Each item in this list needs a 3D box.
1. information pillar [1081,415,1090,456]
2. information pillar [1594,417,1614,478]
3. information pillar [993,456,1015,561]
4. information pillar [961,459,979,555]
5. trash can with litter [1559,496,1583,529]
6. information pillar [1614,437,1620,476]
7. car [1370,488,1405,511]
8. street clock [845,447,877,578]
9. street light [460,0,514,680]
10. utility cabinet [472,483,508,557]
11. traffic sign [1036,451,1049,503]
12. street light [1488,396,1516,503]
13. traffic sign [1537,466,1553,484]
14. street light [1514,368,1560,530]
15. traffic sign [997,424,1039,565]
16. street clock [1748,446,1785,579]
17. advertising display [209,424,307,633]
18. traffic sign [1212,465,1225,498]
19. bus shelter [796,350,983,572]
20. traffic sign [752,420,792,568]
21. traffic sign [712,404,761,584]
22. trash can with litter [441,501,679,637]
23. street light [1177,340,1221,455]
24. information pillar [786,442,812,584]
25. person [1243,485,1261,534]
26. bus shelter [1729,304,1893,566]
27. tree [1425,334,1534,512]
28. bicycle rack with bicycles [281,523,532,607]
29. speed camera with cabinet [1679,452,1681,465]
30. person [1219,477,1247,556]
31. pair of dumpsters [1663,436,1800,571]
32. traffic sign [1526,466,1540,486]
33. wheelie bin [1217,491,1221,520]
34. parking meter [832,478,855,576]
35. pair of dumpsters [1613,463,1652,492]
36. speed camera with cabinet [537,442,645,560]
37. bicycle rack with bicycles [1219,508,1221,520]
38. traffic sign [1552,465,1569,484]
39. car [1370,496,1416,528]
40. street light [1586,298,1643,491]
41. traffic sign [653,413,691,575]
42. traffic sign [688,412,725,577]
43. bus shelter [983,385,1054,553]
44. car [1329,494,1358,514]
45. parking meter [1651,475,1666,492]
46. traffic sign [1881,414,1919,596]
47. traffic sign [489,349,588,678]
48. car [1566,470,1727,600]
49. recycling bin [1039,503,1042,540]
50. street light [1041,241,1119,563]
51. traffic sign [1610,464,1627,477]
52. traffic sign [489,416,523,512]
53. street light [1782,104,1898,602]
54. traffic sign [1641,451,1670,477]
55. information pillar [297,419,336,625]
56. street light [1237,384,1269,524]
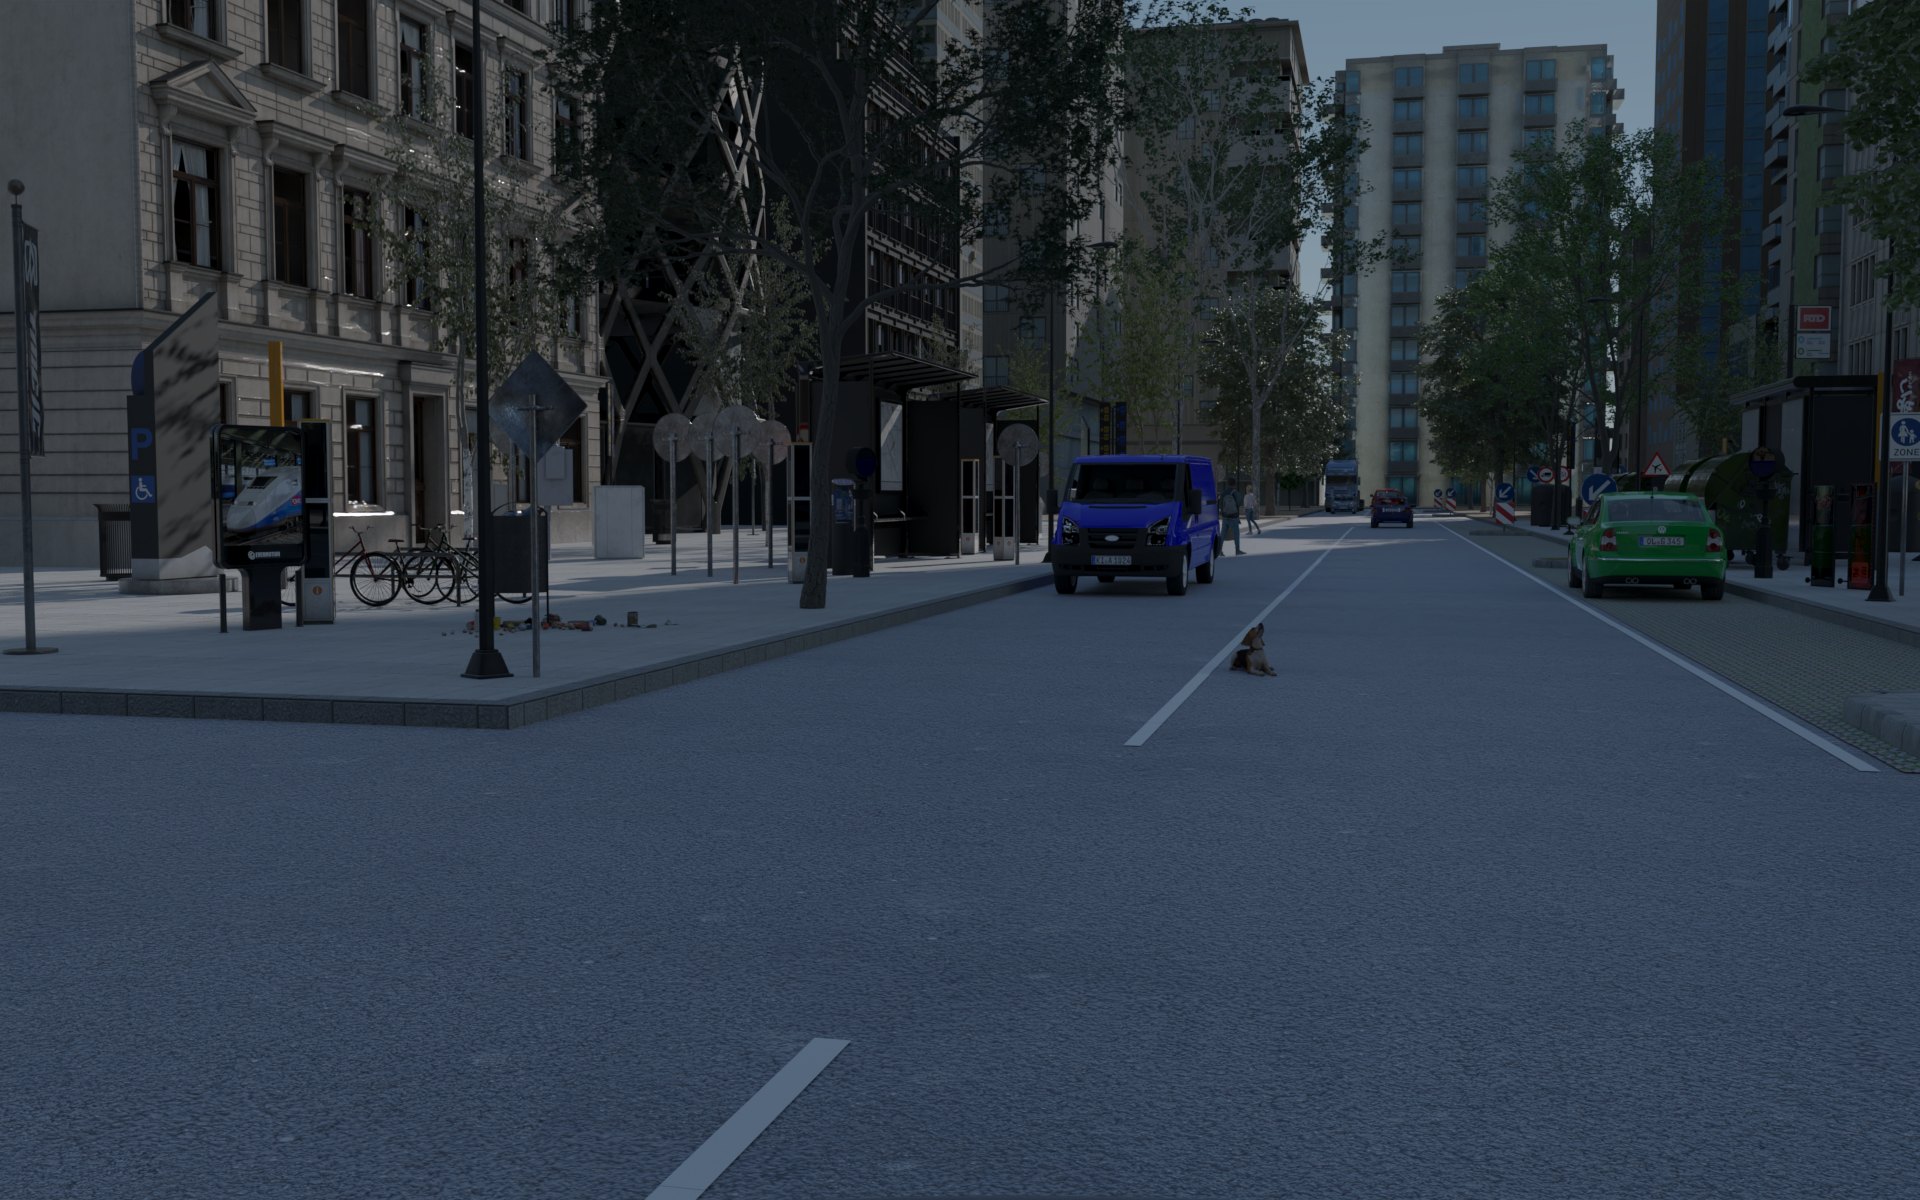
[{"bbox_3d":[3.709,-3.671,51.374,0.183,3.616,0.504,-1,4,-21],"label":"information pillar"},{"bbox_3d":[19.655,-3.777,53.104,0.504,3.616,0.183,-1,4,-10],"label":"information pillar"},{"bbox_3d":[0.846,-1.763,33.309,0.304,2.012,0.304,-3,5,-40],"label":"information pillar"},{"bbox_3d":[0.212,-1.964,36.605,0.304,2.012,0.304,1,4,18],"label":"information pillar"},{"bbox_3d":[22.949,-3.230,63.865,1.678,1.210,2.233,1,4,21],"label":"trash can with litter"},{"bbox_3d":[27.085,-4.907,71.582,0.183,3.616,0.504,0,4,-6],"label":"information pillar"},{"bbox_3d":[28.658,-6.577,116.212,2.281,1.827,5.304,1,4,14],"label":"car"},{"bbox_3d":[-1.520,-1.350,26.642,0.358,2.002,0.471,3,5,41],"label":"street clock"},{"bbox_3d":[-2.794,-2.403,11.837,1.470,5.913,1.316,1,4,14],"label":"street light"},{"bbox_3d":[-9.439,-1.593,34.723,0.318,1.500,1.173,-3,5,-39],"label":"utility cabinet"},{"bbox_3d":[2.335,-3.156,51.703,0.768,2.556,0.104,1,4,14],"label":"traffic sign"},{"bbox_3d":[25.615,-6.682,81.791,1.470,5.913,1.316,1,4,14],"label":"street light"},{"bbox_3d":[26.876,-4.854,79.472,0.768,2.556,0.104,1,4,20],"label":"traffic sign"},{"bbox_3d":[20.635,-5.442,61.511,1.470,5.913,1.316,1,4,14],"label":"street light"},{"bbox_3d":[1.040,-1.914,31.406,0.768,2.556,0.104,1,4,15],"label":"traffic sign"},{"bbox_3d":[12.255,-1.333,26.357,0.358,2.002,0.471,-2,4,-28],"label":"street clock"},{"bbox_3d":[-6.599,-0.680,16.333,0.123,1.923,0.974,2,4,29],"label":"advertising display"},{"bbox_3d":[11.107,-4.586,75.083,0.768,2.556,0.104,1,4,16],"label":"traffic sign"},{"bbox_3d":[-1.200,-2.465,31.584,1.731,3.624,6.357,1,4,14],"label":"bus shelter"},{"bbox_3d":[-3.273,-1.819,29.850,0.768,2.556,0.104,1,4,16],"label":"traffic sign"},{"bbox_3d":[-3.195,-1.501,24.641,0.768,2.556,0.104,1,4,20],"label":"traffic sign"},{"bbox_3d":[-3.780,-0.332,16.486,2.233,1.210,1.678,-1,4,-16],"label":"trash can with litter"},{"bbox_3d":[7.147,-4.883,52.386,1.470,5.913,1.316,1,4,14],"label":"street light"},{"bbox_3d":[-2.295,-1.242,24.794,0.304,2.012,0.304,-1,4,-19],"label":"information pillar"},{"bbox_3d":[10.416,-3.196,61.434,0.598,1.740,0.731,2,4,33],"label":"person"},{"bbox_3d":[16.808,-3.483,34.579,2.179,5.291,8.768,1,4,14],"label":"bus shelter"},{"bbox_3d":[37.407,-12.467,121.964,7.486,12.596,7.792,0,3,0],"label":"tree"},{"bbox_3d":[-6.279,-0.438,20.546,2.925,0.926,2.852,1,4,11],"label":"bicycle rack with bicycles"},{"bbox_3d":[32.894,-5.268,80.462,2.038,3.252,0.660,-1,4,-10],"label":"speed camera with cabinet"},{"bbox_3d":[6.154,-1.900,39.552,0.713,1.824,0.794,-2,4,-26],"label":"person"},{"bbox_3d":[13.789,-1.750,31.104,1.574,2.255,4.437,1,4,14],"label":"pair of dumpsters"},{"bbox_3d":[26.467,-4.873,79.775,0.768,2.556,0.104,1,4,15],"label":"traffic sign"},{"bbox_3d":[11.352,-4.299,78.198,0.693,1.594,0.980,-2,4,-27],"label":"wheelie bin"},{"bbox_3d":[-1.840,-1.161,27.388,0.372,1.533,0.369,0,3,0],"label":"parking meter"},{"bbox_3d":[21.725,-3.244,55.526,1.574,2.255,4.437,1,4,14],"label":"pair of dumpsters"},{"bbox_3d":[-7.262,-2.426,34.002,2.038,3.252,0.660,-1,4,-17],"label":"speed camera with cabinet"},{"bbox_3d":[11.820,-4.253,82.912,2.852,0.926,2.925,-1,4,-11],"label":"bicycle rack with bicycles"},{"bbox_3d":[26.630,-4.688,76.760,0.768,2.556,0.104,2,4,23],"label":"traffic sign"},{"bbox_3d":[18.473,-3.755,73.968,1.945,1.354,3.894,1,4,15],"label":"car"},{"bbox_3d":[15.497,-4.186,40.978,1.470,5.913,1.316,1,4,14],"label":"street light"},{"bbox_3d":[-4.525,-1.663,27.300,0.768,2.556,0.104,1,4,22],"label":"traffic sign"},{"bbox_3d":[-3.873,-1.630,26.763,0.768,2.556,0.104,1,4,18],"label":"traffic sign"},{"bbox_3d":[0.787,-3.020,40.664,1.731,3.624,6.357,1,4,14],"label":"bus shelter"},{"bbox_3d":[27.699,-6.912,125.008,2.014,1.417,4.499,1,4,14],"label":"car"},{"bbox_3d":[20.973,-2.834,52.053,0.255,1.863,0.399,-1,4,-23],"label":"parking meter"},{"bbox_3d":[11.884,-1.203,21.792,0.606,2.300,0.079,1,4,22],"label":"traffic sign"},{"bbox_3d":[-2.961,-0.515,12.062,0.795,2.450,0.064,1,4,14],"label":"traffic sign"},{"bbox_3d":[9.760,-0.979,24.797,1.959,1.807,4.718,1,4,15],"label":"car"},{"bbox_3d":[1.876,-2.213,48.738,0.722,1.027,0.722,1,4,19],"label":"recycling bin"},{"bbox_3d":[2.225,-3.643,32.106,1.470,5.913,1.316,1,4,14],"label":"street light"},{"bbox_3d":[28.157,-4.531,74.193,0.768,2.556,0.104,1,4,20],"label":"traffic sign"},{"bbox_3d":[-5.821,-1.373,22.547,0.768,2.556,0.104,1,4,19],"label":"traffic sign"},{"bbox_3d":[10.509,-2.946,20.714,1.470,5.913,1.316,1,4,14],"label":"street light"},{"bbox_3d":[21.244,-3.232,52.854,0.884,2.594,0.081,1,4,22],"label":"traffic sign"},{"bbox_3d":[-6.339,-0.770,17.076,0.304,2.012,0.304,-1,4,-16],"label":"information pillar"},{"bbox_3d":[12.337,-6.164,73.318,1.470,5.913,1.316,1,4,14],"label":"street light"}]
